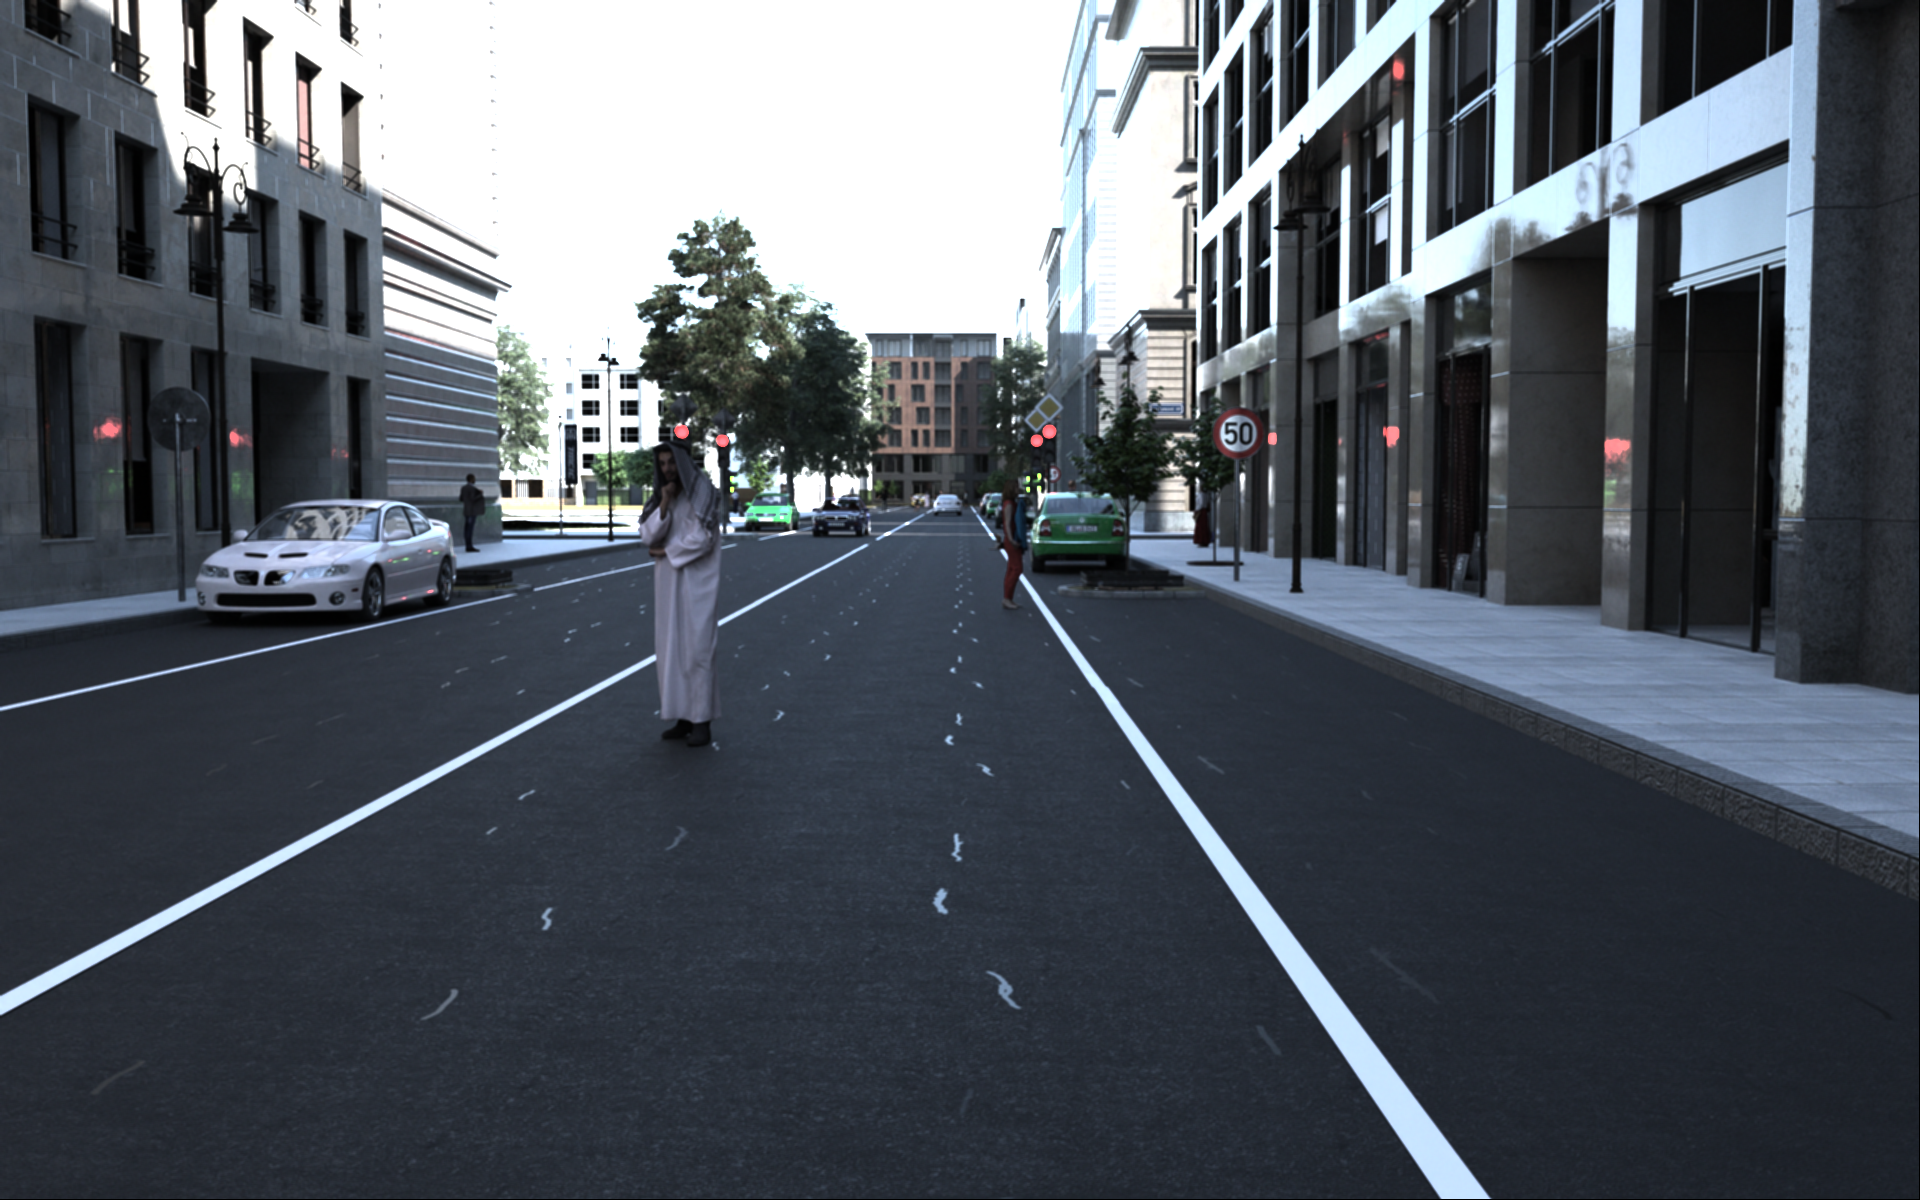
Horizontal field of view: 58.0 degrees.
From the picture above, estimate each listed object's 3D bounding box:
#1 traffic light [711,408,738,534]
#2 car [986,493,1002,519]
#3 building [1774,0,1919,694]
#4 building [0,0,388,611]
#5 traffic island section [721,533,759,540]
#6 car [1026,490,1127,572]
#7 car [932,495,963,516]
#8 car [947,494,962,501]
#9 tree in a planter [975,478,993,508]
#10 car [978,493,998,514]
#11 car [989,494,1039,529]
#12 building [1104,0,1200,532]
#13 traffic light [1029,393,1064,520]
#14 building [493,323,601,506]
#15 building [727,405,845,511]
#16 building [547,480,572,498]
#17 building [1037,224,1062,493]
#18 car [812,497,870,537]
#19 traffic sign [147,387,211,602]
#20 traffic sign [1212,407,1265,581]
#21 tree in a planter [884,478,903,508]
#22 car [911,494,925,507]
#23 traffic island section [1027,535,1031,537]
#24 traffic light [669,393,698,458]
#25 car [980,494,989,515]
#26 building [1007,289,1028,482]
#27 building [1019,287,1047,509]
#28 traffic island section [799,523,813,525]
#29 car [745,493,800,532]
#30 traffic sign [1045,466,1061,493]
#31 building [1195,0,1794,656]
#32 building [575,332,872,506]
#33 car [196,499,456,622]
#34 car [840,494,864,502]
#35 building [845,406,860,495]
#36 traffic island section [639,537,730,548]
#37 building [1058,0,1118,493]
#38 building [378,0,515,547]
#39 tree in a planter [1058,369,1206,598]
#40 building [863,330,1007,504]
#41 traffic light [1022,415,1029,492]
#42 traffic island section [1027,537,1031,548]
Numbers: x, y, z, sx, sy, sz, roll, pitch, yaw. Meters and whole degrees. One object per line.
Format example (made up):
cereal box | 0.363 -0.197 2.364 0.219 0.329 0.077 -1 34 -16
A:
traffic light | -7.537 -4.050 55.460 0.839 4.213 0.868 0 3 0
car | 2.439 -5.680 101.665 1.959 1.807 4.718 0 3 0
building | 11.671 -11.216 1.398 12.078 24.808 19.932 0 3 0
building | -15.692 -10.281 22.840 10.420 20.320 16.860 0 3 0
traffic island section | -7.577 -2.038 55.594 2.009 0.180 2.903 0 3 0
car | 2.238 -1.486 33.093 1.959 1.807 4.718 0 4 2
car | -0.831 -6.381 116.698 2.083 1.381 4.827 0 4 -1
car | -0.788 -10.288 177.994 2.009 1.686 4.222 0 4 0
tree in a planter | 2.642 -11.460 184.591 1.991 3.239 1.994 0 3 0
car | 2.366 -6.973 123.042 2.155 1.783 4.494 0 4 2
car | 2.345 -3.888 73.359 2.009 1.686 4.222 0 4 1
building | 23.124 -14.894 62.595 34.723 24.649 14.460 0 3 0
traffic light | 2.413 -3.562 47.478 0.839 4.213 0.868 0 3 0
building | -47.734 -20.899 198.122 11.380 20.091 16.016 0 3 0
building | -15.375 -12.419 145.198 9.099 9.664 28.070 0 3 0
building | -39.994 -17.038 220.715 28.070 9.664 9.099 0 3 0
building | 11.564 -17.371 120.174 11.583 22.565 21.152 0 3 0
car | -4.064 -2.873 59.546 1.945 1.354 3.894 0 4 2
traffic sign | -9.294 -1.254 20.617 0.768 2.556 0.104 0 4 2
traffic sign | 4.088 -1.554 25.516 0.768 2.556 0.104 0 4 2
tree in a planter | -7.069 -11.445 184.341 1.991 3.239 1.994 0 3 0
car | -4.356 -10.955 189.339 2.015 1.641 3.980 0 4 1
traffic island section | 2.464 -2.036 55.575 2.009 0.180 2.903 0 3 0
traffic light | -7.549 -3.562 47.475 0.839 4.213 0.868 0 3 0
car | 2.349 -6.609 117.836 2.009 1.686 4.222 0 4 1
building | 19.863 -21.088 188.758 27.936 21.610 32.646 0 3 0
building | 14.270 -17.761 156.843 16.747 18.905 31.486 0 3 0
traffic island section | -7.215 -3.543 80.797 1.991 0.108 1.994 0 3 0
car | -7.277 -3.574 67.236 1.959 1.807 4.718 0 4 0
traffic sign | 4.163 -4.768 78.064 0.768 2.556 0.104 0 4 1
building | 15.886 -13.712 28.700 19.350 26.468 34.151 0 3 0
building | -26.302 -20.260 197.713 31.486 18.905 16.747 0 3 0
car | -7.493 -0.522 20.892 2.083 1.381 4.827 0 4 0
car | -7.349 -6.470 115.573 2.009 1.686 4.222 0 4 1
building | -14.570 -14.143 173.380 9.099 9.664 28.070 0 3 0
traffic island section | -7.589 -1.549 47.609 2.009 0.180 2.903 0 3 0
building | 11.730 -19.375 94.276 11.434 29.767 29.804 0 3 0
building | -21.480 -12.964 40.847 19.941 23.489 11.050 0 3 0
tree in a planter | 2.418 -1.689 24.837 1.991 3.239 1.994 0 3 0
building | 2.500 -23.564 229.252 32.646 21.610 27.936 0 3 0
traffic light | 2.424 -4.050 55.463 0.839 4.213 0.868 0 3 0
traffic island section | 2.453 -1.548 47.590 2.009 0.180 2.903 0 3 0
